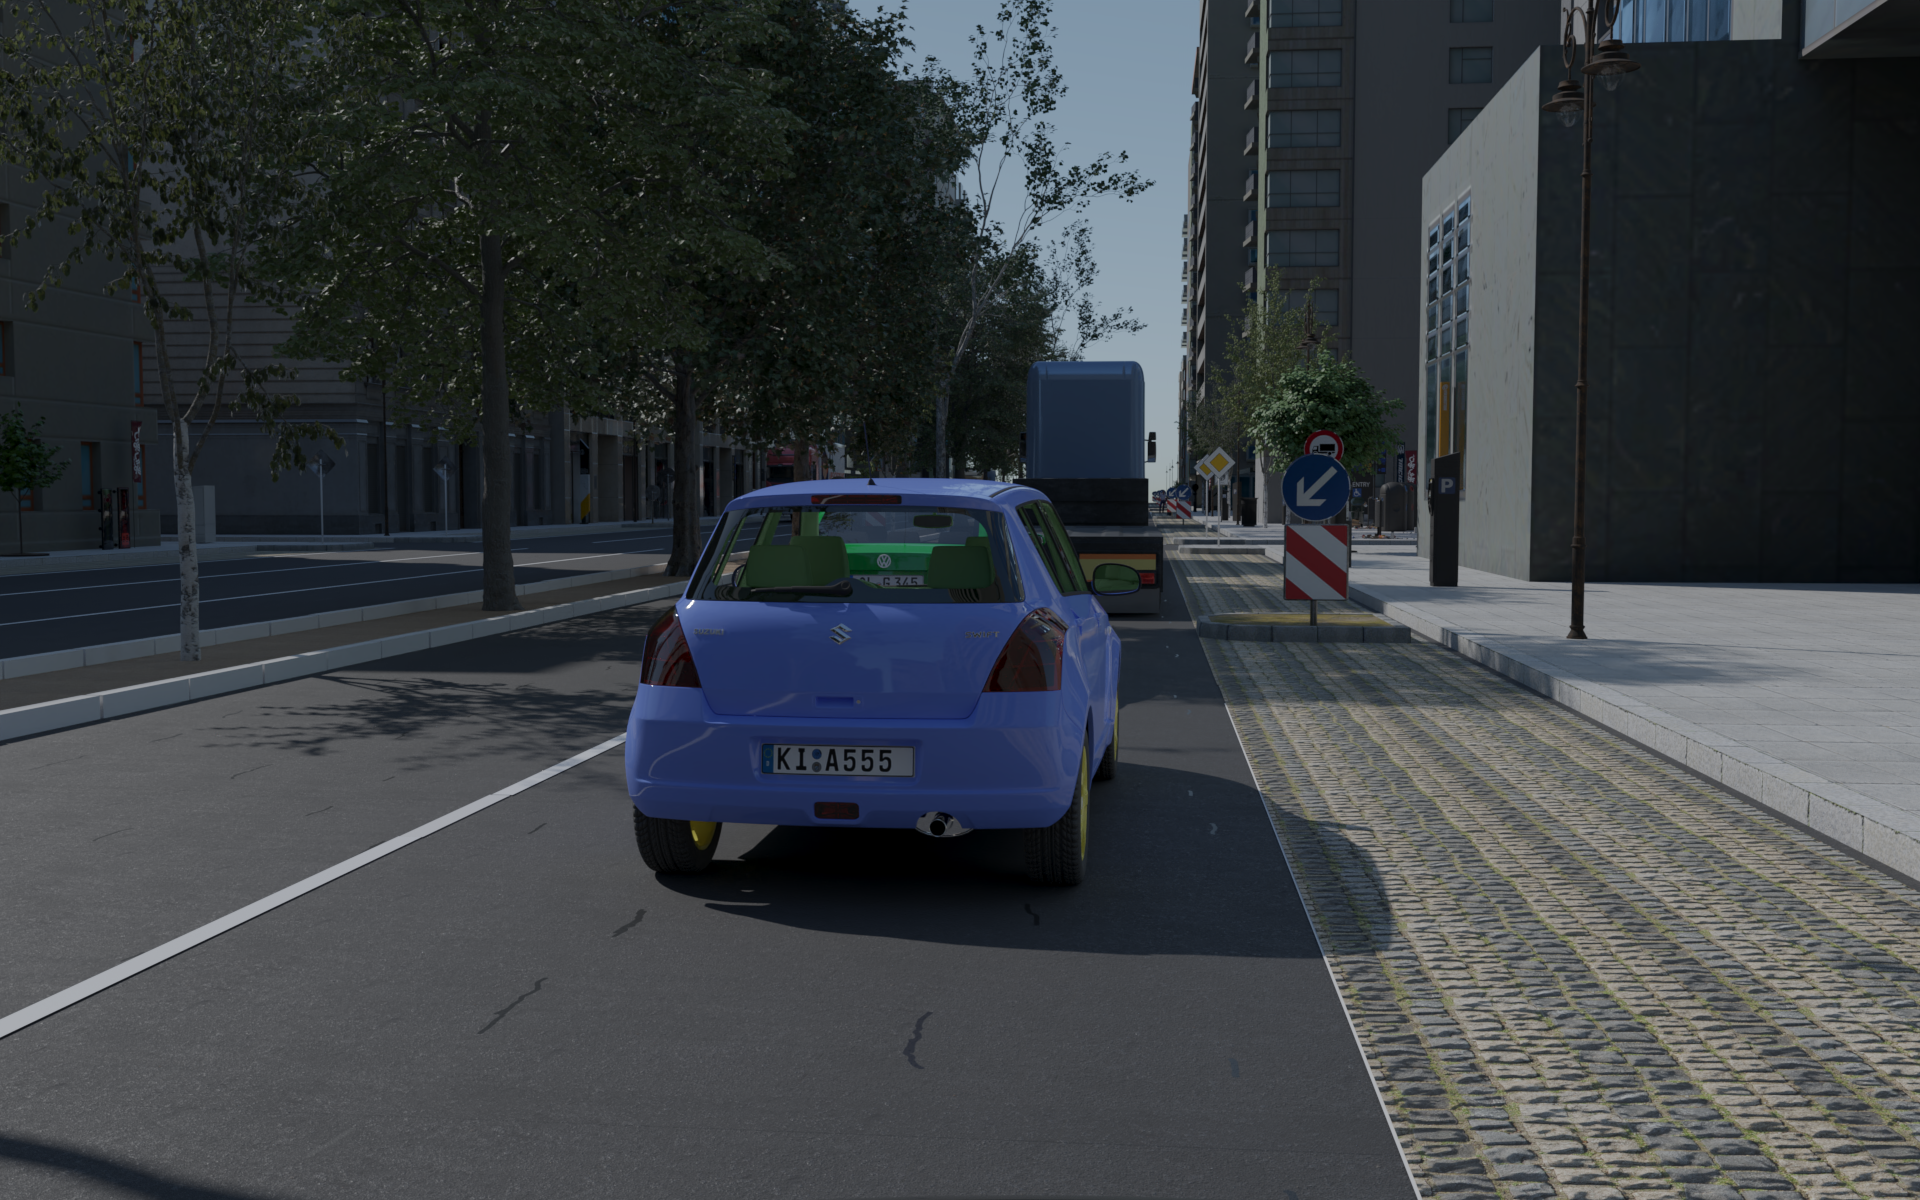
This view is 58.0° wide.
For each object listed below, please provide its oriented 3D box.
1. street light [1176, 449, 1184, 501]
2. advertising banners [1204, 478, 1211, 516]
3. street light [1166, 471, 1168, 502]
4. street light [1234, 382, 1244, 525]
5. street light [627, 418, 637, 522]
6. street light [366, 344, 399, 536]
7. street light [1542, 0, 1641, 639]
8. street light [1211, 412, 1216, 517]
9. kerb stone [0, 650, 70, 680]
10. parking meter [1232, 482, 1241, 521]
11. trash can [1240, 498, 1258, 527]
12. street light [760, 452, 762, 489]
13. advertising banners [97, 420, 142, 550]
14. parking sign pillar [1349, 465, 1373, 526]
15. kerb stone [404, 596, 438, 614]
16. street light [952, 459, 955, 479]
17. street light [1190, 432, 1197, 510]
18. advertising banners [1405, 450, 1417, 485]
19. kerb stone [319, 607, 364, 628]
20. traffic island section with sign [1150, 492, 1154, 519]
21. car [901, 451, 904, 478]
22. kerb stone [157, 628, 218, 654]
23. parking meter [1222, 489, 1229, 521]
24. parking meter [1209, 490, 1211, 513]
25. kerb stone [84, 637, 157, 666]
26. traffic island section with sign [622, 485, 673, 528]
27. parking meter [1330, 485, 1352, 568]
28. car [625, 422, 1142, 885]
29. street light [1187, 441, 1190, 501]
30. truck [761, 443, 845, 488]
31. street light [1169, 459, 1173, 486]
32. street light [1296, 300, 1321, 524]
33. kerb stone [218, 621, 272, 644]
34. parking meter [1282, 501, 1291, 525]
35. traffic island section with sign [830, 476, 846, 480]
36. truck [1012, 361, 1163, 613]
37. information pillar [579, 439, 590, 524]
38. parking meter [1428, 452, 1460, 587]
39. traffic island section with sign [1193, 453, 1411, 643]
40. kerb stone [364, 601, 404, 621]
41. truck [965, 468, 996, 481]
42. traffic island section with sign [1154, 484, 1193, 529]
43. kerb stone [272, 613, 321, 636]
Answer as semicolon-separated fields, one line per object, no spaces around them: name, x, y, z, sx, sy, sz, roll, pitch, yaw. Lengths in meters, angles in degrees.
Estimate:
street light;22.290;-12.318;174.193;0.468;5.910;1.993;0;4;6
advertising banners;14.597;-6.472;102.005;0.090;3.025;2.074;0;4;0
street light;31.066;-17.343;256.337;0.468;5.910;1.993;0;4;6
street light;11.556;-6.059;71.850;0.468;5.910;1.993;0;4;6
street light;-14.867;-6.504;79.121;0.468;5.910;1.993;0;4;6
street light;-17.568;-4.901;52.915;0.468;5.910;1.993;0;4;6
street light;5.476;-2.594;15.193;0.468;5.910;1.993;0;4;6
street light;14.315;-7.661;98.051;0.468;5.910;1.993;0;4;6
kerb stone;-7.355;0.514;13.818;0.120;0.150;1.000;0;4;6
parking meter;13.076;-4.654;81.807;0.255;1.863;0.399;-2;4;-31
trash can;11.362;-3.450;68.058;0.748;1.137;0.748;0;3;0
street light;-12.132;-8.125;105.633;0.468;5.910;1.993;0;4;6
advertising banners;-19.588;-2.709;40.480;0.090;3.025;2.074;0;4;2
parking sign pillar;16.025;-4.988;70.032;1.447;3.967;1.447;0;4;4
kerb stone;-6.603;0.077;20.939;0.120;0.150;1.000;0;4;6
street light;-0.789;-14.615;211.736;0.468;5.910;1.993;0;4;6
street light;16.953;-9.265;124.264;0.468;5.910;1.993;0;4;6
advertising banners;18.567;-4.430;68.619;2.074;3.025;0.090;3;5;41
kerb stone;-6.814;0.201;18.904;0.120;0.150;1.000;0;4;6
traffic island section with sign;12.111;-5.577;99.809;1.989;1.847;2.006;0;4;6
car;-0.308;-0.333;14.237;1.959;1.807;4.718;0;4;6
kerb stone;-7.138;0.388;15.853;0.120;0.150;1.000;0;4;6
parking meter;12.755;-4.589;83.447;0.372;1.533;0.369;0;3;0
parking meter;17.231;-6.841;120.267;0.372;1.533;0.369;0;3;0
kerb stone;-7.242;0.450;14.836;0.120;0.150;1.000;0;4;6
traffic island section with sign;-13.319;-4.027;74.461;1.989;1.847;2.006;0;4;6
parking meter;6.661;-1.337;30.274;0.372;1.533;0.369;0;3;0
car;-0.178;0.113;7.738;1.945;1.707;3.694;0;4;8
street light;19.589;-10.698;147.707;0.468;5.910;1.993;0;4;6
truck;-8.208;-6.300;91.914;2.839;4.237;11.283;0;4;5
street light;28.208;-15.741;230.147;0.468;5.910;1.993;0;4;6
street light;8.303;-4.196;41.386;0.468;5.910;1.993;0;4;6
kerb stone;-7.037;0.331;16.872;0.120;0.150;1.000;0;4;6
parking meter;13.499;-3.862;71.561;0.372;1.533;0.369;0;3;0
traffic island section with sign;-3.171;-2.163;43.496;2.006;1.907;1.989;0;4;6
truck;2.001;-2.419;29.317;2.967;4.110;18.799;0;4;5
information pillar;-15.909;-5.020;73.439;0.504;3.616;0.183;2;4;31
parking meter;6.709;-1.121;24.039;0.399;1.863;0.255;0;4;4
traffic island section with sign;3.419;-0.546;17.558;1.989;1.847;2.006;0;4;6
kerb stone;-6.698;0.139;19.920;0.120;0.150;1.000;0;4;6
truck;1.994;-12.082;186.459;2.839;4.237;11.283;0;4;8
traffic island section with sign;9.230;-3.904;72.465;1.989;1.847;2.006;0;4;6
kerb stone;-6.920;0.270;17.888;0.120;0.150;1.000;0;4;6
